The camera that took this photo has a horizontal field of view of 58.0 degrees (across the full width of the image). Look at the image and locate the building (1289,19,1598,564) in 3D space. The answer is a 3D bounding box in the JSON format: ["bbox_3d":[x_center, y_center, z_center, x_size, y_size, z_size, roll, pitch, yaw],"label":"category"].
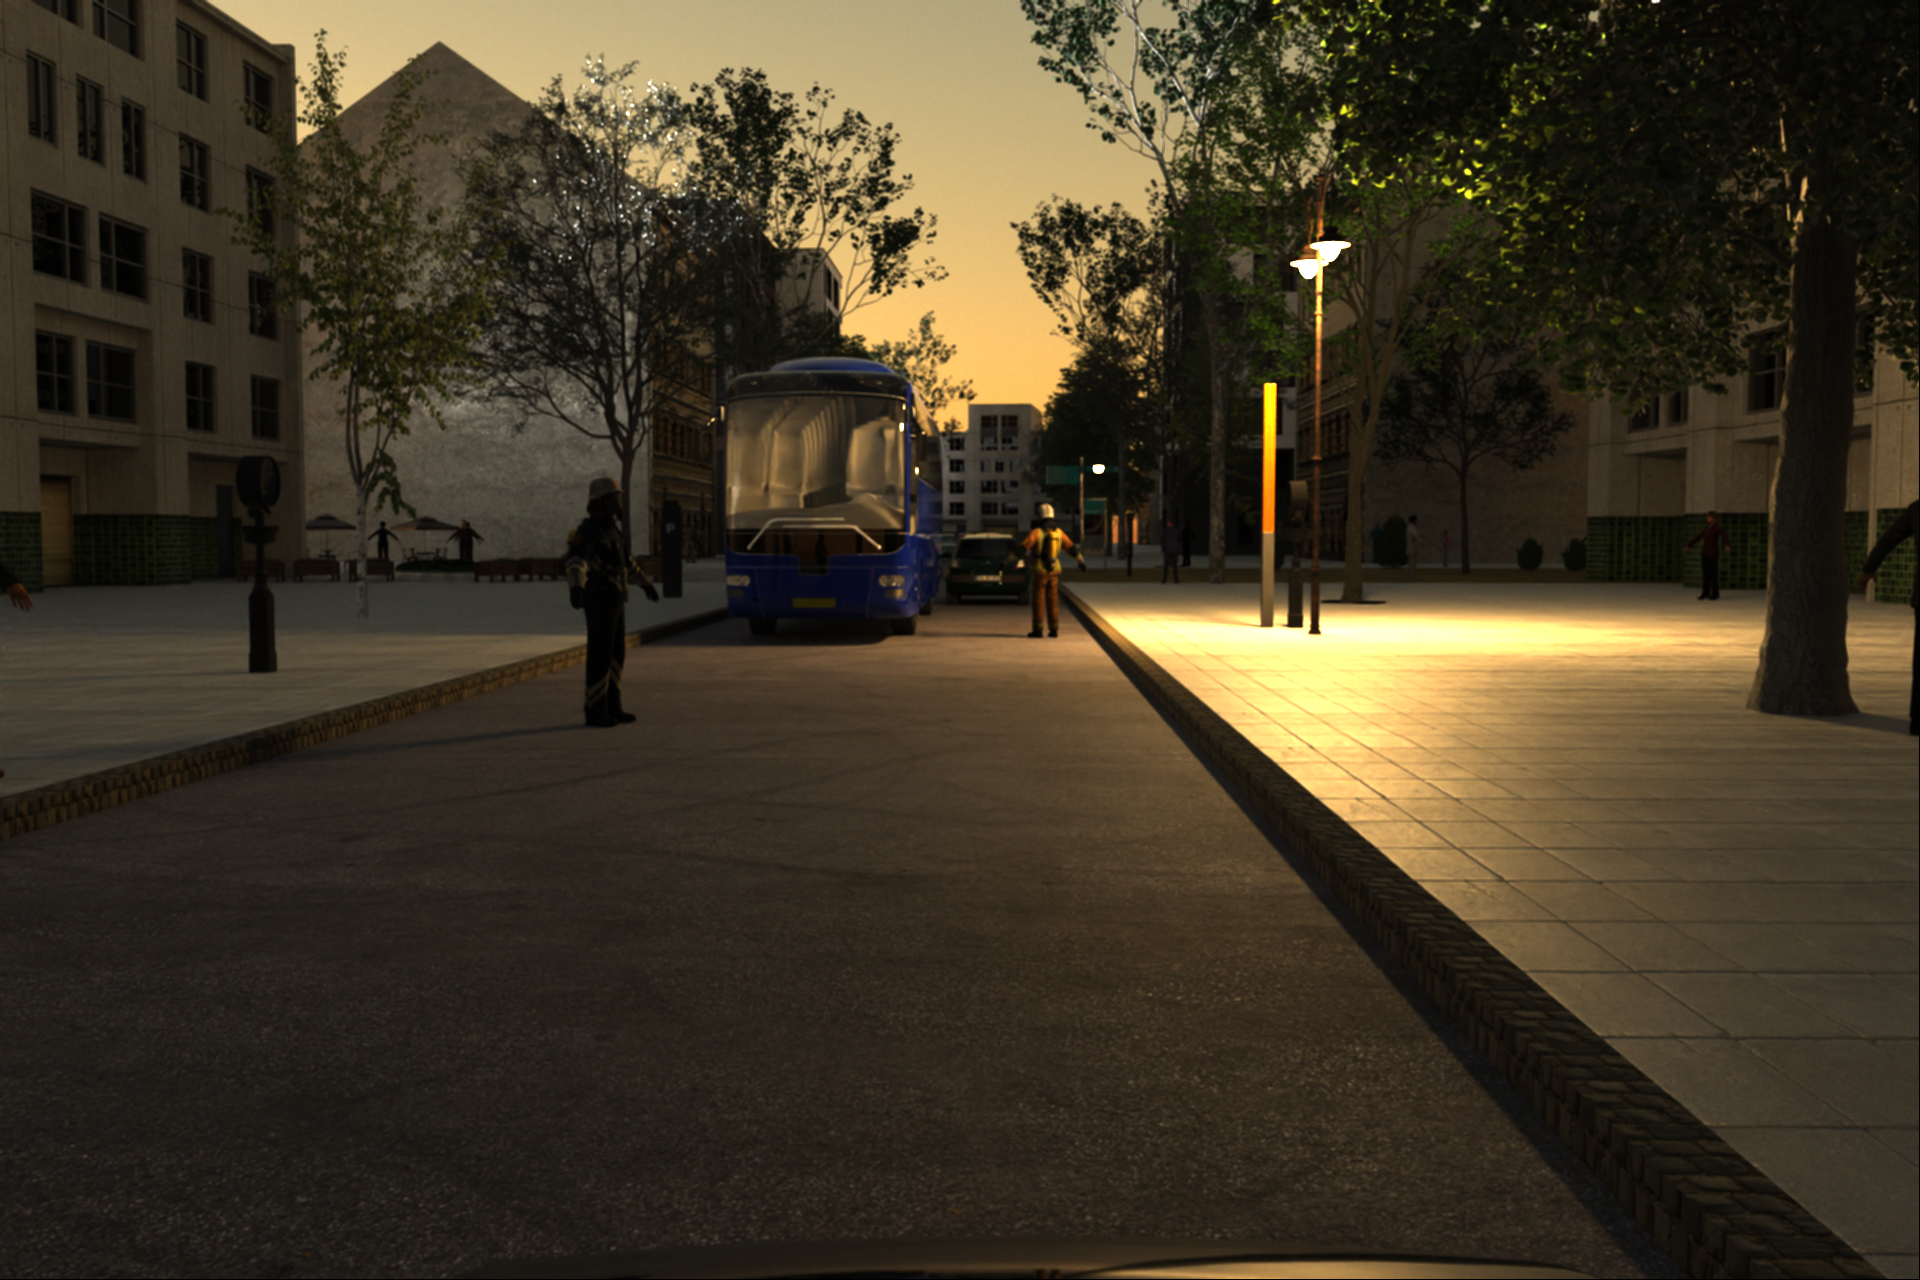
[{"bbox_3d":[27.007,-15.445,83.457,19.493,23.208,18.063,0,4,2],"label":"building"}]

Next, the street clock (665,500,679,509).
[{"bbox_3d":[-6.183,-1.997,37.220,0.358,2.002,0.471,0,4,2],"label":"street clock"}]

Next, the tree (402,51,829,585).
[{"bbox_3d":[-8.584,-8.182,44.141,12.009,13.543,11.850,0,3,0],"label":"tree"}]

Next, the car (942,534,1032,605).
[{"bbox_3d":[0.603,-1.618,36.234,2.009,1.686,4.222,0,4,2],"label":"car"}]

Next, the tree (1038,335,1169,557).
[{"bbox_3d":[8.344,-11.057,98.916,7.486,12.596,7.792,0,3,0],"label":"tree"}]

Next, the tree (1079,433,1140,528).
[{"bbox_3d":[8.483,-9.567,106.778,4.360,8.622,3.978,0,3,0],"label":"tree"}]

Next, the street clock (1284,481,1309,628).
[{"bbox_3d":[4.588,-1.166,23.641,0.358,2.002,0.471,0,4,2],"label":"street clock"}]

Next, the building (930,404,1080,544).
[{"bbox_3d":[2.266,-22.834,242.242,31.486,18.905,16.747,0,4,8],"label":"building"}]

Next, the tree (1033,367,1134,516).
[{"bbox_3d":[8.419,-12.082,115.662,7.486,12.596,7.792,0,3,0],"label":"tree"}]

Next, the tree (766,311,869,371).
[{"bbox_3d":[-7.412,-10.375,87.754,7.486,12.596,7.792,0,3,0],"label":"tree"}]

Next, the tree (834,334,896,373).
[{"bbox_3d":[-6.436,-11.009,98.129,7.486,12.596,7.792,0,3,0],"label":"tree"}]

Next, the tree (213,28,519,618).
[{"bbox_3d":[-8.929,-4.649,26.381,4.737,8.622,4.395,0,3,0],"label":"tree"}]

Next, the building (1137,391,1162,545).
[{"bbox_3d":[30.995,-22.823,204.078,19.493,23.208,18.063,0,4,1],"label":"building"}]

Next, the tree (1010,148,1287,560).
[{"bbox_3d":[9.164,-14.038,85.408,12.611,20.169,13.585,0,3,0],"label":"tree"}]

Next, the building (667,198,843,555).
[{"bbox_3d":[-23.743,-17.023,122.298,27.936,21.610,32.646,0,4,2],"label":"building"}]

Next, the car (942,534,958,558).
[{"bbox_3d":[-0.888,-4.844,90.998,2.131,1.459,4.920,0,4,2],"label":"car"}]

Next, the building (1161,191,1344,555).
[{"bbox_3d":[27.713,-16.859,119.624,27.936,21.610,32.646,0,4,1],"label":"building"}]

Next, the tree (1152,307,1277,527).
[{"bbox_3d":[8.284,-6.448,55.784,4.737,8.622,4.395,0,3,0],"label":"tree"}]

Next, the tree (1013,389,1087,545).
[{"bbox_3d":[9.564,-14.434,146.362,12.009,13.543,11.850,0,3,0],"label":"tree"}]

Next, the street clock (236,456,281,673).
[{"bbox_3d":[-6.482,-0.702,16.052,0.358,2.002,0.471,0,4,0],"label":"street clock"}]

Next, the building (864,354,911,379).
[{"bbox_3d":[-20.607,-22.524,212.235,27.936,21.610,32.646,0,4,1],"label":"building"}]

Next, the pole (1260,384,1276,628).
[{"bbox_3d":[4.212,-1.825,23.674,0.158,3.312,0.155,0,3,0],"label":"pole"}]

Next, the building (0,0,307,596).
[{"bbox_3d":[-28.284,-10.344,35.575,16.747,18.905,31.486,0,4,2],"label":"building"}]

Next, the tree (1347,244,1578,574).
[{"bbox_3d":[16.038,-7.423,55.770,7.601,10.594,8.767,0,4,4],"label":"tree"}]

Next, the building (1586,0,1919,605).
[{"bbox_3d":[25.584,-10.119,31.909,16.747,18.905,31.486,0,4,1],"label":"building"}]

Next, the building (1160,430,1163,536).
[{"bbox_3d":[27.367,-20.513,191.808,16.016,20.090,11.380,0,4,1],"label":"building"}]

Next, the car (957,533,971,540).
[{"bbox_3d":[0.497,-8.162,142.481,2.155,1.783,4.494,0,4,1],"label":"car"}]

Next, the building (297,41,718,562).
[{"bbox_3d":[-23.023,-15.654,86.876,19.493,23.208,18.063,0,4,1],"label":"building"}]

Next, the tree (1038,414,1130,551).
[{"bbox_3d":[9.640,-12.756,134.314,9.928,11.665,9.643,0,3,0],"label":"tree"}]

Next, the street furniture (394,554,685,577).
[{"bbox_3d":[-13.381,-2.446,55.617,10.072,0.657,5.734,3,5,42],"label":"street furniture"}]

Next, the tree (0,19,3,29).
[{"bbox_3d":[-8.893,-3.836,13.078,4.360,8.622,3.978,0,3,0],"label":"tree"}]

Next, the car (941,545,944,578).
[{"bbox_3d":[-1.476,-2.825,54.993,1.959,1.807,4.718,0,4,1],"label":"car"}]

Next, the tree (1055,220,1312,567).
[{"bbox_3d":[8.285,-9.589,67.148,12.009,13.543,11.850,0,3,0],"label":"tree"}]

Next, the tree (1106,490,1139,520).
[{"bbox_3d":[23.202,-18.834,242.348,7.601,10.594,8.767,1,4,9],"label":"tree"}]

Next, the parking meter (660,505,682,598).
[{"bbox_3d":[-5.843,-1.794,35.041,0.399,1.863,0.255,0,4,1],"label":"parking meter"}]
